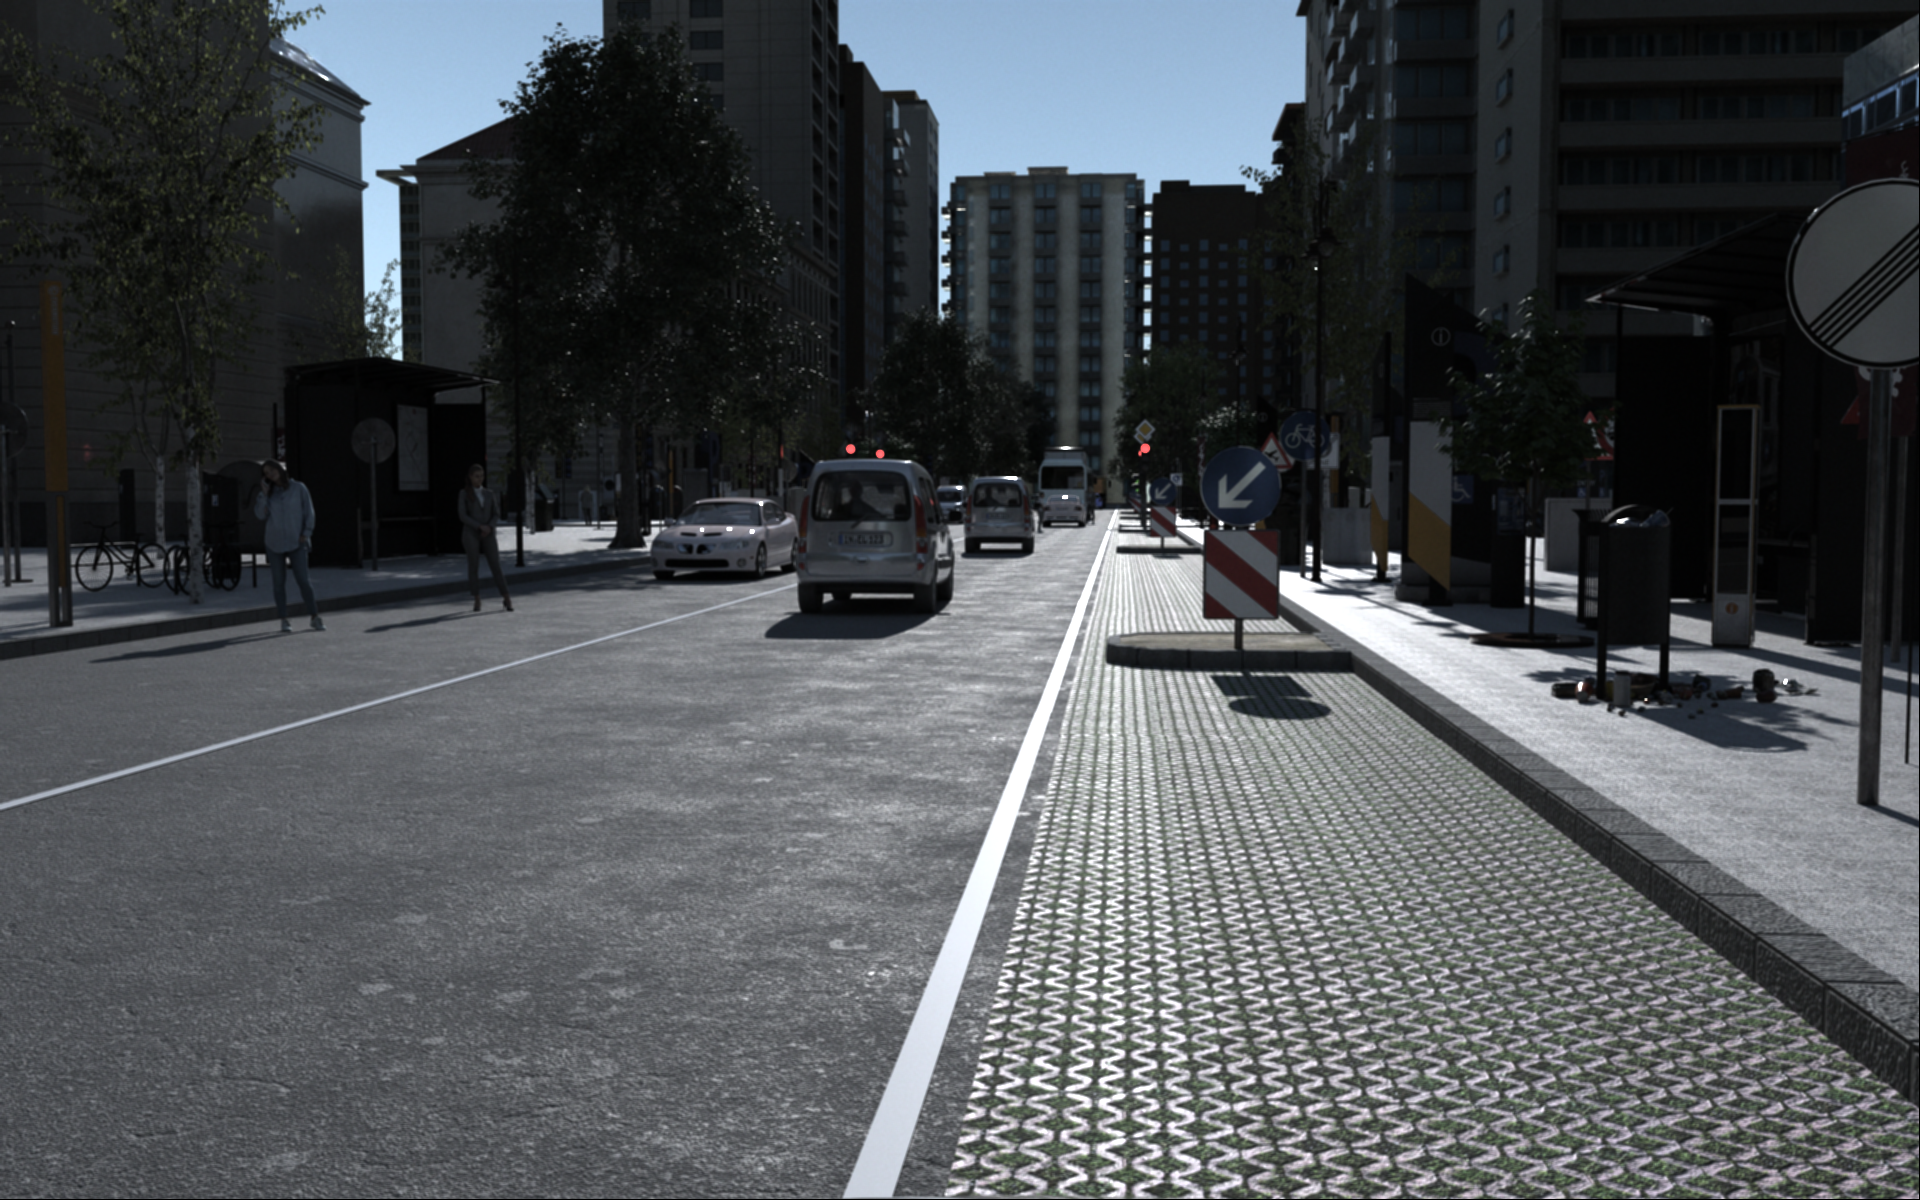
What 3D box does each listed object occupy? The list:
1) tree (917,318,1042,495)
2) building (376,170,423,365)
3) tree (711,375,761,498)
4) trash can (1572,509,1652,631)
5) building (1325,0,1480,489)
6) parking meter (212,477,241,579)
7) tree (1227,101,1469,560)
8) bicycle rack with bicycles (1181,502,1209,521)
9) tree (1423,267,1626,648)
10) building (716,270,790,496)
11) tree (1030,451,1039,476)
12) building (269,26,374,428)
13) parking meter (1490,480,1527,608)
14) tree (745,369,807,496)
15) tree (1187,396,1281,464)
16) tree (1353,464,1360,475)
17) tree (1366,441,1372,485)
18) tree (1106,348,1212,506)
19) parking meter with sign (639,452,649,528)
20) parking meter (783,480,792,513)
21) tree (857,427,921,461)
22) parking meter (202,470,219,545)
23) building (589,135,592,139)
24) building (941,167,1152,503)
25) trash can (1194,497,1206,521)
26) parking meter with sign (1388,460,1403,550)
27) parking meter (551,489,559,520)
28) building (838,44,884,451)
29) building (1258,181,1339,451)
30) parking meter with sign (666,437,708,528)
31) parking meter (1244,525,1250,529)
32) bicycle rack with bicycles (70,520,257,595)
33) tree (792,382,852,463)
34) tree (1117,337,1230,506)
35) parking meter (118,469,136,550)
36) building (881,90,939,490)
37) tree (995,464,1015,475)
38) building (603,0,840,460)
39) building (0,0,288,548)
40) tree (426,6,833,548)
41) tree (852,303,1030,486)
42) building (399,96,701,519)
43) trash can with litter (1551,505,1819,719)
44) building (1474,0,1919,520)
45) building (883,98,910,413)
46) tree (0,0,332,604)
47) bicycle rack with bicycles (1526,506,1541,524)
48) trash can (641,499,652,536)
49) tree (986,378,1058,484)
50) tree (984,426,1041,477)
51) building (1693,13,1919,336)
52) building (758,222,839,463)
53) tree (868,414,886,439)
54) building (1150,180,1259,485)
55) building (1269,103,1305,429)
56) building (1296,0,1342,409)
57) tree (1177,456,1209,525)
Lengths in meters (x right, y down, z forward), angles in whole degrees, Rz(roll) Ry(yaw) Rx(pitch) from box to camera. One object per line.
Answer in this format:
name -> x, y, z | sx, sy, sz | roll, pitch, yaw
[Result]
tree -> 0.484, -12.830, 120.132 | 12.009, 13.543, 11.850 | 0, 3, 0
building -> -49.035, -31.053, 199.600 | 23.993, 40.220, 32.217 | 0, 4, 5
tree -> -13.073, -8.979, 97.170 | 4.737, 8.622, 4.395 | 0, 3, 0
trash can -> 6.167, -0.289, 16.380 | 0.748, 1.137, 0.748 | 0, 3, 0
building -> 37.469, -30.569, 119.416 | 23.786, 49.044, 30.456 | 0, 4, 5
parking meter -> -11.146, -1.094, 26.300 | 0.372, 1.533, 0.369 | 0, 3, 0
tree -> 7.293, -5.064, 33.163 | 4.737, 8.622, 4.395 | 0, 3, 0
bicycle rack with bicycles -> 11.793, -4.120, 80.742 | 2.925, 0.926, 2.852 | -2, 4, -33
tree -> 5.035, -1.240, 14.868 | 1.663, 3.219, 1.824 | 0, 3, 0
building -> -18.740, -15.609, 119.829 | 10.561, 19.102, 19.286 | 0, 4, 5
tree -> 1.992, -14.153, 148.404 | 9.611, 12.733, 9.660 | 0, 3, 0
building -> -45.563, -19.061, 97.558 | 20.117, 28.700, 13.634 | 0, 4, 5
parking meter -> 6.198, -0.682, 19.561 | 0.372, 1.533, 0.369 | 0, 3, 0
tree -> -11.112, -9.268, 101.899 | 4.360, 8.622, 3.978 | 0, 3, 0
tree -> 9.354, -4.560, 58.275 | 4.285, 4.588, 4.351 | 0, 3, 0
tree -> 21.201, -6.052, 93.558 | 1.663, 3.219, 1.824 | 0, 3, 0
tree -> 21.629, -6.260, 86.065 | 4.285, 4.588, 4.351 | 0, 3, 0
tree -> 15.873, -13.369, 135.588 | 9.611, 12.733, 9.660 | 0, 3, 0
parking meter with sign -> -12.197, -4.281, 66.256 | 0.543, 3.016, 1.738 | 0, 4, 3
parking meter -> -6.701, -3.742, 66.901 | 0.399, 1.863, 0.255 | 3, 4, 37
tree -> -3.616, -6.203, 85.126 | 4.285, 4.588, 4.351 | 0, 3, 0
parking meter -> -18.058, -2.207, 41.797 | 0.399, 1.863, 0.255 | 3, 5, 41
building -> -45.492, -43.943, 260.462 | 28.212, 58.520, 21.231 | 0, 4, 5
building -> 12.914, -38.931, 256.125 | 30.456, 49.044, 23.786 | 0, 4, 5
trash can -> 11.672, -4.418, 83.884 | 0.748, 1.137, 0.748 | 0, 3, 0
parking meter with sign -> 9.940, -2.654, 39.653 | 1.738, 3.016, 0.543 | 3, 5, 42
parking meter -> -20.343, -4.812, 87.093 | 0.372, 1.533, 0.369 | 0, 3, 0
building -> -15.621, -32.260, 177.558 | 14.600, 45.320, 14.200 | 0, 4, 5
building -> 49.287, -36.681, 249.843 | 14.200, 45.320, 14.600 | 0, 4, 5
parking meter with sign -> -7.829, -3.373, 51.414 | 1.738, 3.016, 0.543 | -1, 4, -12
parking meter -> 10.250, -3.469, 62.428 | 0.399, 1.863, 0.255 | -1, 4, -17
bicycle rack with bicycles -> -10.558, -0.601, 23.215 | 2.852, 0.926, 2.925 | 1, 4, 11
tree -> -8.913, -9.999, 113.841 | 4.737, 8.622, 4.395 | 0, 3, 0
tree -> 14.273, -11.643, 116.112 | 9.928, 11.665, 9.643 | 0, 3, 0
parking meter -> -19.334, -2.110, 40.214 | 0.255, 1.863, 0.399 | -3, 5, -44
building -> -17.482, -43.730, 256.987 | 28.212, 58.520, 21.231 | 0, 4, 5
tree -> 4.434, -13.536, 171.680 | 4.737, 8.622, 4.395 | 0, 3, 0
building -> -19.828, -44.126, 159.712 | 20.563, 71.187, 20.611 | 0, 4, 5
building -> -33.222, -15.310, 47.575 | 25.104, 27.353, 12.463 | 0, 4, 5
tree -> -7.955, -7.603, 41.314 | 9.611, 12.733, 9.660 | 0, 3, 0
tree -> -1.905, -11.428, 103.858 | 9.611, 12.733, 9.660 | 0, 3, 0
building -> -21.982, -16.084, 99.134 | 11.583, 22.565, 21.152 | 0, 4, 5
trash can with litter -> 4.638, 0.009, 10.917 | 2.233, 1.210, 1.678 | -1, 4, -21
building -> 39.384, -28.685, 92.699 | 21.600, 48.544, 21.300 | 0, 4, 5
building -> -21.488, -35.528, 200.484 | 30.456, 49.044, 23.786 | 0, 4, 5
tree -> -9.074, -4.247, 19.801 | 4.360, 8.622, 3.978 | 0, 3, 0
bicycle rack with bicycles -> 20.067, -2.759, 58.486 | 2.852, 0.926, 2.925 | 3, 5, 43
trash can -> -9.781, -2.535, 53.096 | 0.748, 1.137, 0.748 | 0, 3, 0
tree -> 6.253, -17.328, 189.966 | 9.857, 13.997, 8.962 | 0, 3, 0
tree -> 6.767, -16.395, 202.467 | 7.601, 10.594, 8.767 | 1, 4, 21
building -> 30.575, -43.913, 30.652 | 22.319, 86.520, 31.000 | 0, 4, 5
building -> -16.783, -18.978, 139.175 | 11.050, 23.489, 19.941 | 0, 4, 5
tree -> -5.691, -11.899, 144.902 | 4.360, 8.622, 3.978 | 0, 3, 0
building -> 34.720, -36.667, 249.620 | 14.200, 45.320, 14.600 | 0, 4, 5
building -> 45.948, -32.833, 191.437 | 22.147, 44.769, 28.867 | 0, 4, 5
building -> 47.089, -35.039, 162.119 | 28.713, 52.752, 27.495 | 0, 4, 5
tree -> 10.845, -5.072, 77.535 | 1.663, 3.219, 1.824 | 0, 3, 0
